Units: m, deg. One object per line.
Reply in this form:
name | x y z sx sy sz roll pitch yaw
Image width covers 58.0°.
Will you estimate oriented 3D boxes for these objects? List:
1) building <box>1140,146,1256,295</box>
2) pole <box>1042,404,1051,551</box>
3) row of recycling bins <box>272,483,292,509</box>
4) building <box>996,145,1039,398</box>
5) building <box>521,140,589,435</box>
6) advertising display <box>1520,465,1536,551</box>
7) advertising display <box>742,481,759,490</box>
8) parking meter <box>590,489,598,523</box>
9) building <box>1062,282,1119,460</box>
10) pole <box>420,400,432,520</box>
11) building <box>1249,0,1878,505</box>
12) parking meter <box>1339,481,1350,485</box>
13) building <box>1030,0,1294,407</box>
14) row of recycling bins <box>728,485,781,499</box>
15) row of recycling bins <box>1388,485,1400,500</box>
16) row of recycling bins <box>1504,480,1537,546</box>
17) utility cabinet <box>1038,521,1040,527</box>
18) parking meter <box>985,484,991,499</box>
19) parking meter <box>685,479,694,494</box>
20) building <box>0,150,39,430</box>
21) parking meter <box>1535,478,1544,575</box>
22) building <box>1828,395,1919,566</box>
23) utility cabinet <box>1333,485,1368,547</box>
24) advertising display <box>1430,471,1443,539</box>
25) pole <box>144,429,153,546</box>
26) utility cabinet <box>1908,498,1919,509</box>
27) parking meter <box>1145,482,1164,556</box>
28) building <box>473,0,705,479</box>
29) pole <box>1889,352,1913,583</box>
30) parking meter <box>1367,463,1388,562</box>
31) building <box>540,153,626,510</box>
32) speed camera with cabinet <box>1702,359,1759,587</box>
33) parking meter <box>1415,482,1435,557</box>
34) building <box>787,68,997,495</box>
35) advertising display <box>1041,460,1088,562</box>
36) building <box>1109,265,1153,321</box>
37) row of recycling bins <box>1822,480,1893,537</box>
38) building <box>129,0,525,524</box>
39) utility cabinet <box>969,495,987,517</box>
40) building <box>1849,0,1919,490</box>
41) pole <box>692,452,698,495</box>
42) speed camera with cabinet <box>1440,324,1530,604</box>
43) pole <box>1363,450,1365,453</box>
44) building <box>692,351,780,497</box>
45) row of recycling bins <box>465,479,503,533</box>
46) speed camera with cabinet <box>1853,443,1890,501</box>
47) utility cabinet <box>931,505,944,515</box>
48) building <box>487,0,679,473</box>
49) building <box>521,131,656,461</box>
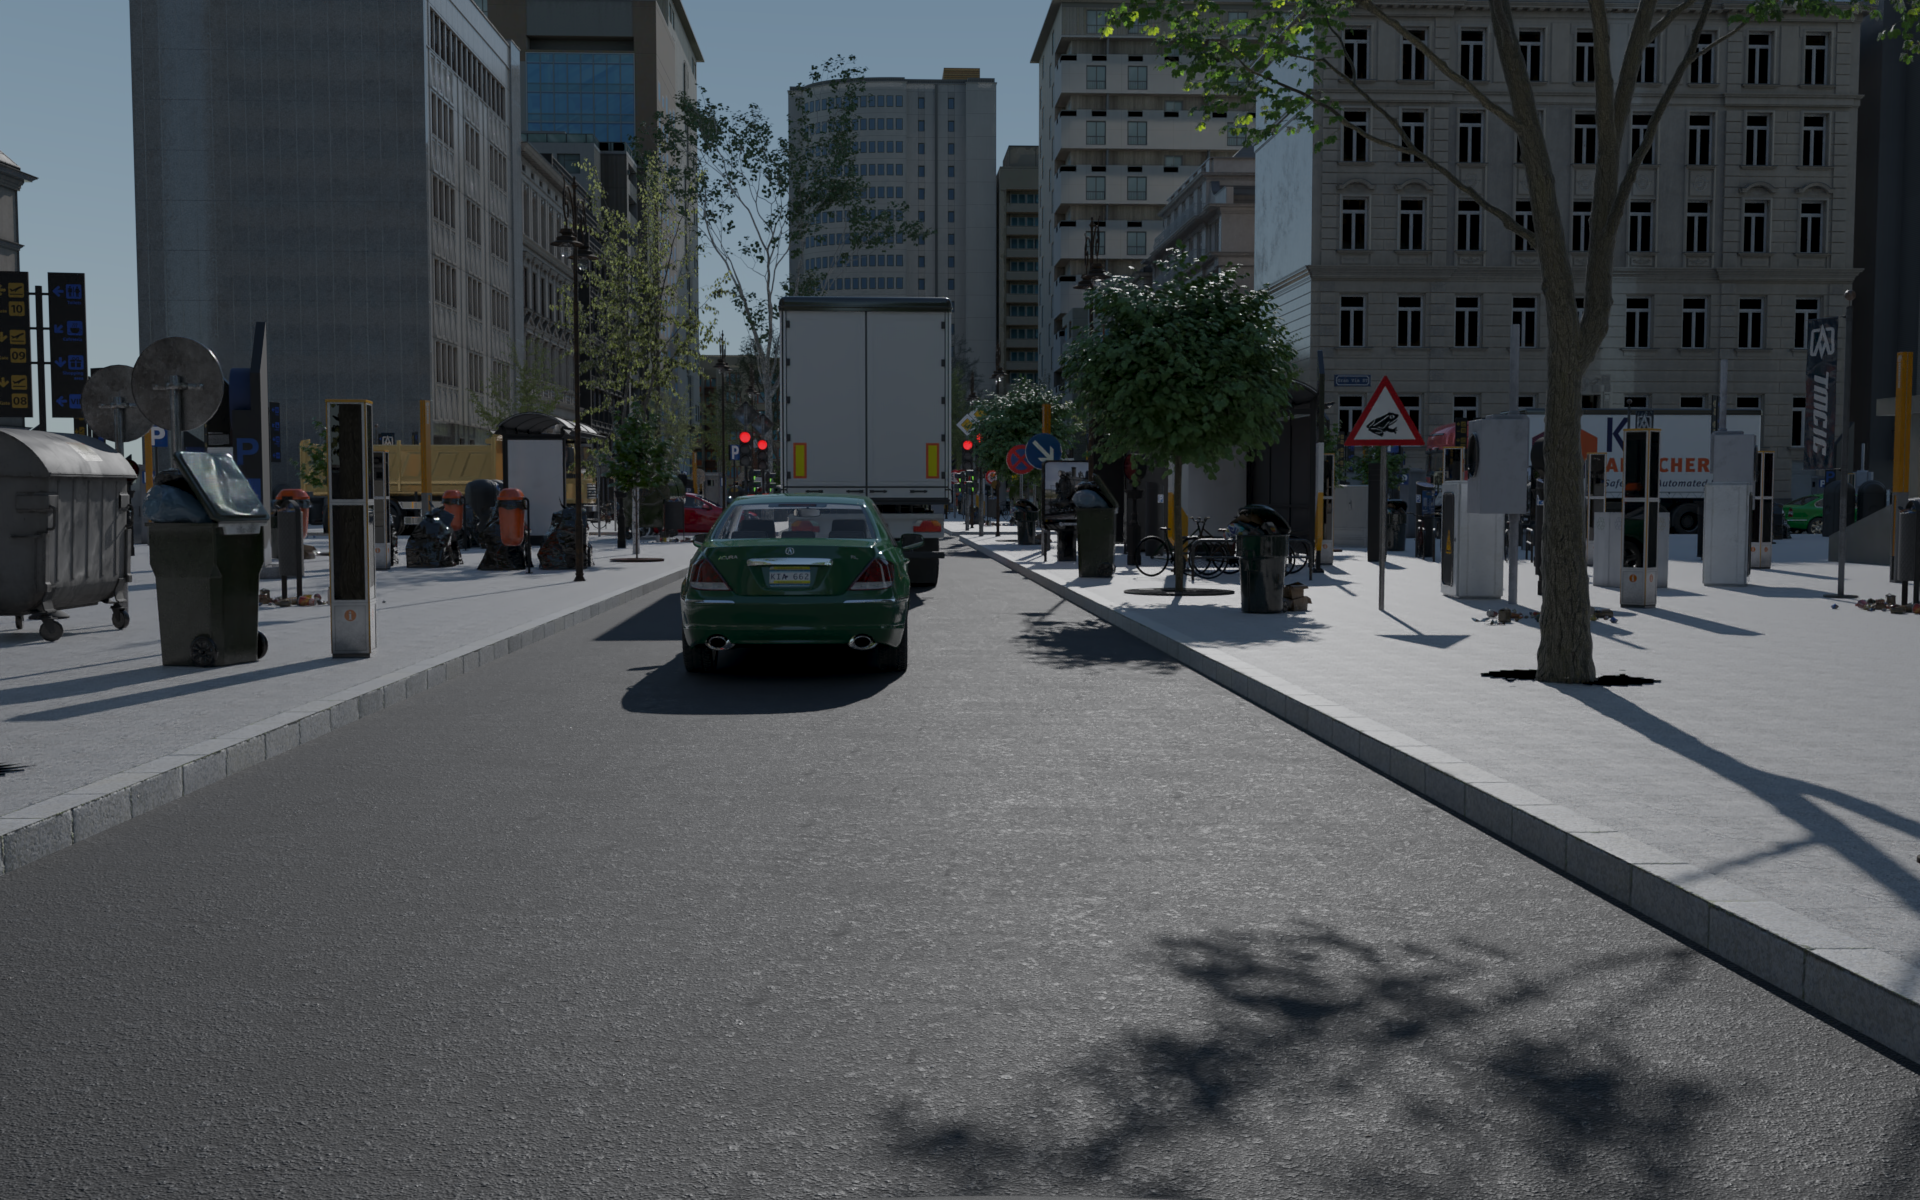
building | 19.314 -16.099 105.026 13.314 21.916 24.055 0 4 -3
pole | 1.960 -2.781 39.318 0.158 3.312 0.155 0 3 0
row of recycling bins | -27.533 -3.657 66.904 3.534 1.692 1.069 0 4 -3
building | 15.291 -37.926 243.795 21.600 48.544 21.300 0 4 -3
building | -29.098 -16.749 102.731 11.050 23.489 19.941 0 4 -3
advertising display | 12.909 -2.090 39.379 0.123 1.923 0.974 0 4 5
advertising display | -10.080 -4.783 83.416 0.974 1.923 0.123 -3 5 -43
parking meter | -16.253 -4.194 76.982 0.372 1.533 0.369 0 3 0
building | 24.540 -19.027 156.127 27.650 21.520 28.899 0 4 -3
pole | -11.613 -2.682 37.686 0.158 3.312 0.155 0 3 0
building | 26.991 -17.359 81.076 25.104 27.353 12.463 0 4 -3
parking meter | 15.861 -4.018 71.408 0.399 1.863 0.255 3 5 40
building | 22.858 -36.332 183.269 28.713 52.752 27.495 0 4 -3
row of recycling bins | -9.518 -4.555 81.582 3.534 1.692 1.069 2 4 35
row of recycling bins | 16.560 -3.321 61.413 3.534 1.692 1.069 -1 4 -10
row of recycling bins | 14.435 -2.264 44.130 1.069 1.692 3.534 2 4 25
utility cabinet | 3.368 -3.418 67.053 1.020 1.237 0.306 1 4 9
parking meter | 1.592 -5.821 100.890 0.255 1.863 0.399 -3 5 -42
parking meter | -9.804 -3.477 62.559 0.399 1.863 0.255 -1 4 -19
building | -53.076 -12.980 76.858 19.286 19.102 10.561 0 4 -3
parking meter | 9.314 -1.163 27.424 0.372 1.533 0.369 0 3 0
building | 32.990 -20.416 25.682 32.217 40.220 23.993 0 4 -3
utility cabinet | 9.400 -2.021 41.721 0.318 1.500 1.173 -3 5 -40
advertising display | 13.761 -2.702 49.384 0.974 1.923 0.123 -3 4 -36
pole | -20.162 -3.011 43.068 0.158 3.312 0.155 0 3 0
utility cabinet | 56.216 -5.539 101.721 0.306 1.237 1.020 -1 4 -22
parking meter | 4.024 -1.676 35.806 0.372 1.533 0.369 0 3 0
building | -41.692 -36.186 180.886 27.495 52.752 28.713 0 4 -3
pole | 13.568 -1.903 24.963 0.158 3.312 0.155 0 3 0
parking meter | 7.938 -1.663 32.909 0.255 1.863 0.399 3 4 38
building | -30.713 -17.806 120.805 12.332 23.373 15.834 0 4 -3
speed camera with cabinet | 11.079 -1.866 24.846 0.660 3.252 2.038 2 4 27
parking meter | 9.459 -1.640 35.224 0.372 1.533 0.369 0 3 0
building | -9.637 -42.840 242.425 28.212 58.520 21.231 0 4 -3
advertising display | 2.033 -1.696 32.940 0.974 1.923 0.123 -1 4 -13
building | 16.692 -16.052 127.071 10.561 19.102 19.286 0 4 -3
row of recycling bins | 27.660 -2.721 51.596 3.534 1.692 1.069 1 4 10
building | -28.884 -16.173 82.450 12.078 24.808 19.932 0 4 -3
utility cabinet | 0.997 -5.331 98.331 1.020 1.237 0.306 1 4 13
building | 52.284 -17.697 82.845 24.014 27.812 14.314 0 4 -3
pole | -12.928 -5.540 84.420 0.158 3.312 0.155 0 3 0
speed camera with cabinet | 6.334 -1.630 20.983 0.660 3.252 2.038 0 4 4
pole | 14.270 -4.107 60.990 0.158 3.312 0.155 0 3 0
building | -38.764 -24.493 245.505 28.899 21.520 27.650 0 4 -3
row of recycling bins | -13.298 -2.569 49.114 1.069 1.692 3.534 0 4 -2
speed camera with cabinet | 35.950 -4.475 67.503 2.038 3.252 0.660 2 4 35
utility cabinet | -1.358 -5.471 100.614 0.306 1.237 1.020 3 5 41
building | -33.133 -30.909 155.475 14.600 45.320 14.200 0 4 -3
building | -32.852 -22.630 141.700 14.160 30.474 14.107 0 4 -3
